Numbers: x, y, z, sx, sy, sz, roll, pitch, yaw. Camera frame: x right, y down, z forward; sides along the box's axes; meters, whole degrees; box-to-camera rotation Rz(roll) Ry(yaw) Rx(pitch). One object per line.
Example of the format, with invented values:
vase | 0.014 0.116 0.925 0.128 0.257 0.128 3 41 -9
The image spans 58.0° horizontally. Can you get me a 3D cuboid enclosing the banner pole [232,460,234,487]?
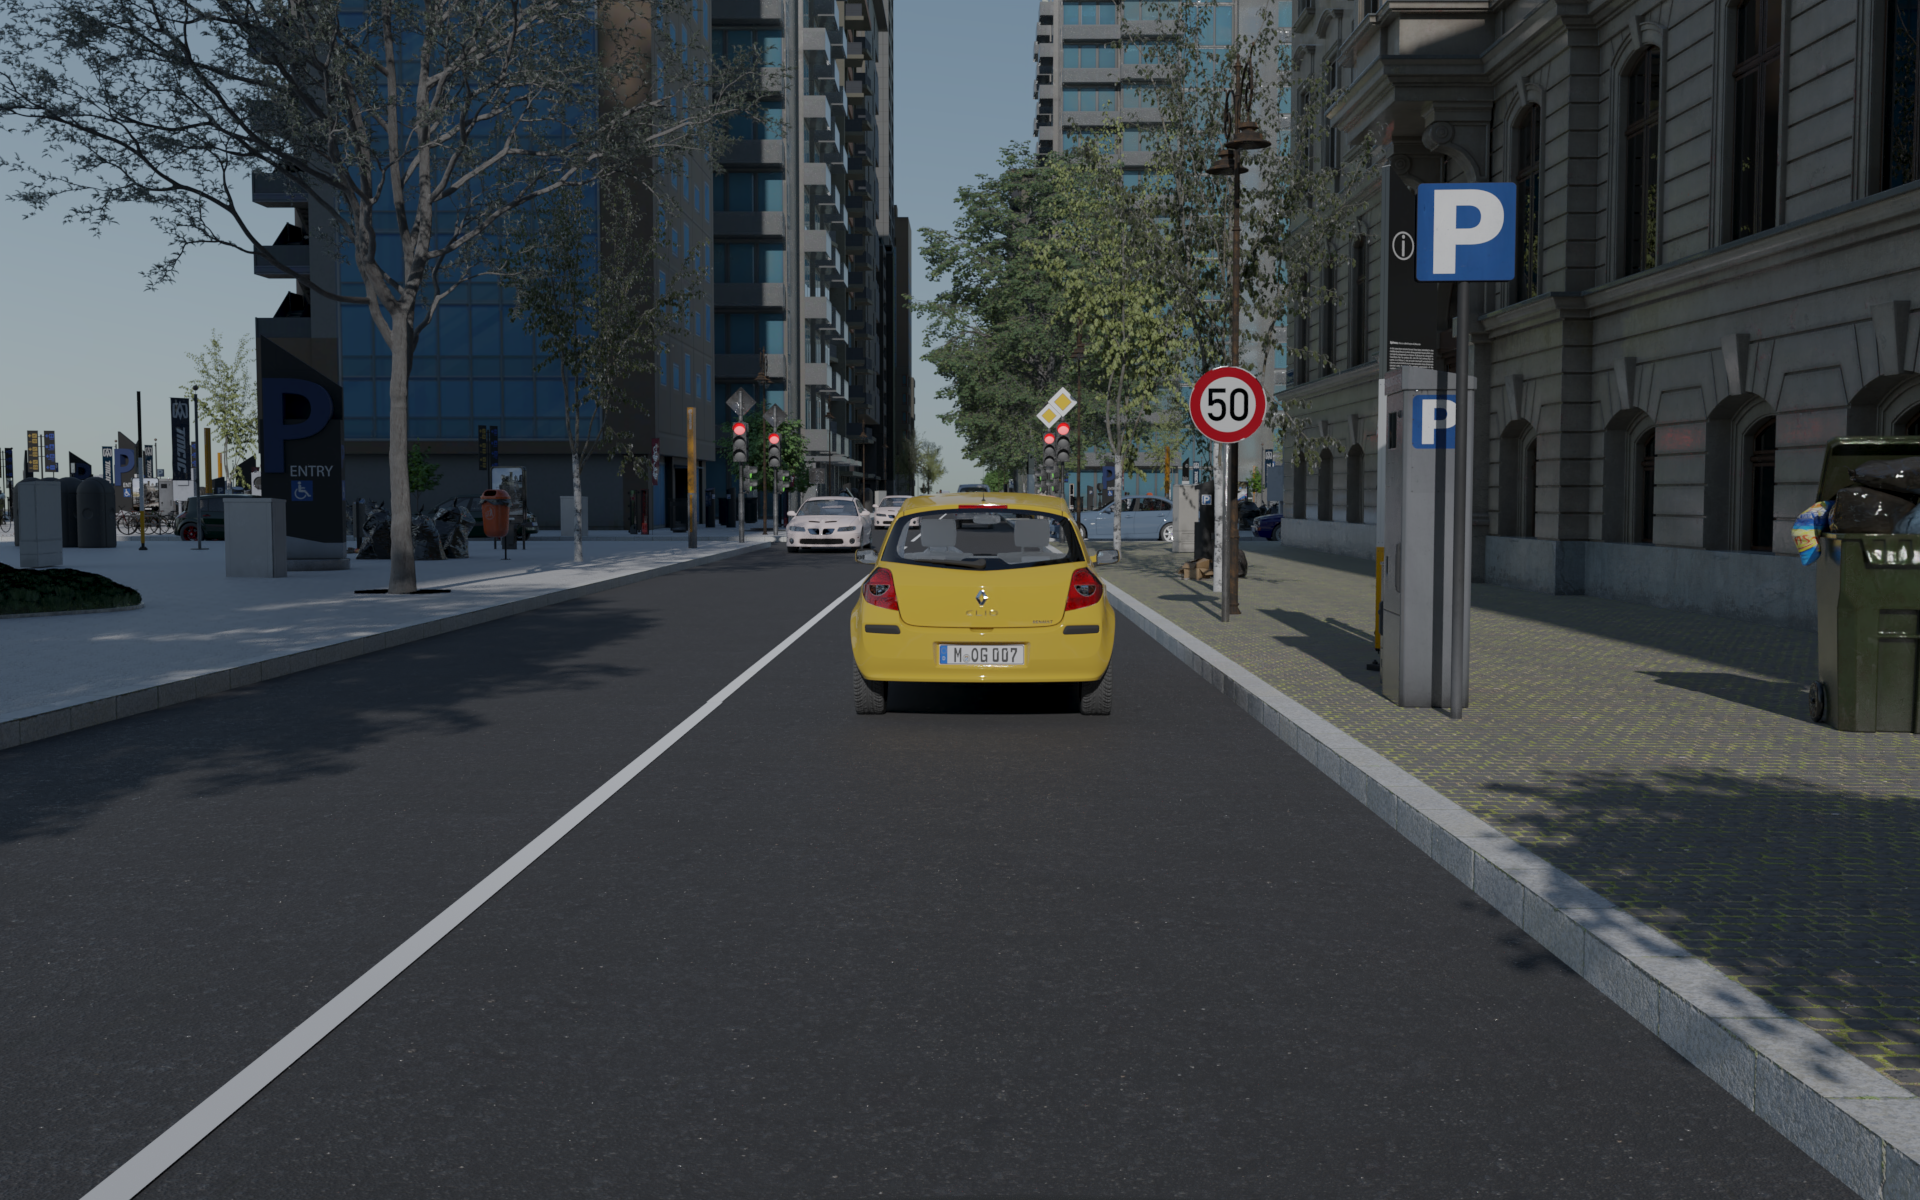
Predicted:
banner pole | -53.564 -8.418 127.659 0.401 3.779 0.863 -1 4 -19

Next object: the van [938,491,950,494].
van | -1.846 -12.027 203.656 2.013 2.044 4.112 0 4 -1

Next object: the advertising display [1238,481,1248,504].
advertising display | 14.141 -5.045 87.703 0.974 1.923 0.123 3 4 38

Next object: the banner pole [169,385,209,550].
banner pole | -17.695 -3.039 39.712 0.401 3.779 0.863 2 4 34

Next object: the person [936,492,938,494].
person | -3.114 -14.208 241.516 0.721 1.736 1.217 2 4 33

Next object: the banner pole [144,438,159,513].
banner pole | -36.147 -5.353 77.531 0.401 3.779 0.863 1 4 23

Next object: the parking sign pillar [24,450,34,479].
parking sign pillar | -57.263 -7.218 106.483 1.447 3.967 1.447 -2 4 -32

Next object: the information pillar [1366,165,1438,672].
information pillar | 3.229 -1.297 12.559 0.504 3.616 0.183 -2 4 -28

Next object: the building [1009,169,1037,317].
building | 17.471 -35.134 229.071 22.147 44.769 28.867 0 4 0

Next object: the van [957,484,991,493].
van | 0.617 -4.012 72.605 2.013 2.044 4.112 0 4 2

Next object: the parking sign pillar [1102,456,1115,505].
parking sign pillar | 10.586 -8.106 121.004 1.447 3.967 1.447 2 4 33

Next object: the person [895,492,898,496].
person | -7.715 -12.123 207.438 1.217 1.736 0.721 0 4 1

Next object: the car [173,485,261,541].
car | -19.960 -2.390 48.863 4.222 1.686 2.009 0 4 -1

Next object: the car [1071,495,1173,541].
car | 4.741 -2.308 49.742 4.499 1.417 2.014 0 4 1

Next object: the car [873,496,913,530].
car | -2.523 -3.605 71.298 2.083 1.381 4.827 0 4 1

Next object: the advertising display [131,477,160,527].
advertising display | -31.485 -3.776 66.959 0.974 1.923 0.123 -2 4 -34

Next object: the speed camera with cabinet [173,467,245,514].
speed camera with cabinet | -25.536 -3.939 58.743 2.038 3.252 0.660 0 4 -6

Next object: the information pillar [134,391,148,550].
information pillar | -18.747 -2.953 39.644 0.183 3.616 0.504 -2 4 -24

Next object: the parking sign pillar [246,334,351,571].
parking sign pillar | -11.123 -2.498 29.315 1.447 3.967 1.447 -1 4 -11

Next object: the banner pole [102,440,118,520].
banner pole | -39.015 -5.483 79.671 0.401 3.779 0.863 3 5 43

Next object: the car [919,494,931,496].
car | -2.325 -6.862 124.197 2.014 1.417 4.499 0 4 2

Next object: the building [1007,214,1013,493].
building | 13.746 -34.688 250.748 14.154 41.232 14.086 0 4 0

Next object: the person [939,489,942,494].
person | -1.610 -8.214 142.827 0.705 1.821 1.348 2 4 29

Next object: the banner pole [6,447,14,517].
banner pole | -50.849 -6.282 92.728 0.863 3.779 0.401 2 4 30

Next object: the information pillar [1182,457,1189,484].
information pillar | 14.251 -7.211 109.262 0.504 3.616 0.183 3 4 37

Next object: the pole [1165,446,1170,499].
pole | 8.855 -4.904 74.031 0.158 3.312 0.155 0 3 0

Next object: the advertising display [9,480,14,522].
advertising display | -44.249 -4.622 80.787 0.123 1.923 0.974 -2 4 -25

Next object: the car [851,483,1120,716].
car | 0.191 -0.149 12.653 2.015 1.641 3.980 0 4 2

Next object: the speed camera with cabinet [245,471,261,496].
speed camera with cabinet | -29.087 -4.653 70.404 2.038 3.252 0.660 0 4 -7

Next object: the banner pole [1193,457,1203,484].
banner pole | 15.942 -7.696 115.847 0.863 3.779 0.401 -1 4 -16

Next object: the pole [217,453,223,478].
pole | -36.321 -5.579 85.066 0.158 3.312 0.155 0 3 0

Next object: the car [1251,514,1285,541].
car | 10.277 -2.240 49.209 3.894 1.354 1.945 0 4 2

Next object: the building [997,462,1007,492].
building | 12.944 -31.157 281.121 14.160 30.474 14.107 0 4 0

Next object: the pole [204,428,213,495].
pole | -23.100 -3.633 53.246 0.158 3.312 0.155 0 3 0

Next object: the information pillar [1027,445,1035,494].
information pillar | 3.008 -5.020 73.435 0.183 3.616 0.504 2 4 35

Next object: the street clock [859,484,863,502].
street clock | -6.958 -7.157 121.588 0.358 2.002 0.471 1 4 10

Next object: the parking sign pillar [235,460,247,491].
parking sign pillar | -47.440 -7.748 115.152 1.447 3.967 1.447 -1 4 -14

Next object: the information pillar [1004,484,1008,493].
information pillar | 3.185 -7.096 120.509 0.304 2.012 0.304 0 4 5

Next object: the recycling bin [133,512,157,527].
recycling bin | -32.095 -3.404 68.202 0.722 1.027 0.722 -3 4 -36

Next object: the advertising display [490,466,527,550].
advertising display | -10.443 -2.133 40.089 0.974 1.923 0.123 2 4 26

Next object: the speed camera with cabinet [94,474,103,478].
speed camera with cabinet | -39.948 -5.339 81.624 0.660 3.252 2.038 0 4 7

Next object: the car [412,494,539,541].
car | -14.446 -2.495 50.575 4.222 1.686 2.009 0 4 2

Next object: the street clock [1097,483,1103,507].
street clock | 9.164 -6.655 113.386 0.358 2.002 0.471 3 4 39

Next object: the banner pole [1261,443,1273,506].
banner pole | 15.005 -5.805 84.935 0.401 3.779 0.863 -3 5 -43

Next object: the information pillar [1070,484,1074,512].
information pillar | 8.064 -7.363 124.882 0.304 2.012 0.304 1 4 8

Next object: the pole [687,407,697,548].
pole | -6.320 -2.875 40.856 0.158 3.312 0.155 0 3 0

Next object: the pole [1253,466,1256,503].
pole | 21.265 -8.031 125.142 0.158 3.312 0.155 0 3 0

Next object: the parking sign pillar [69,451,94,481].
parking sign pillar | -55.075 -7.347 108.602 1.447 3.967 1.447 3 5 45

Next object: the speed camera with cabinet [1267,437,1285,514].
speed camera with cabinet | 10.586 -3.785 56.226 0.660 3.252 2.038 2 4 31

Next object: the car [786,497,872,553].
car | -3.264 -1.925 43.842 2.083 1.381 4.827 0 4 2

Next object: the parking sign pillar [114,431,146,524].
parking sign pillar | -35.481 -5.234 74.041 1.447 3.967 1.447 1 4 17
